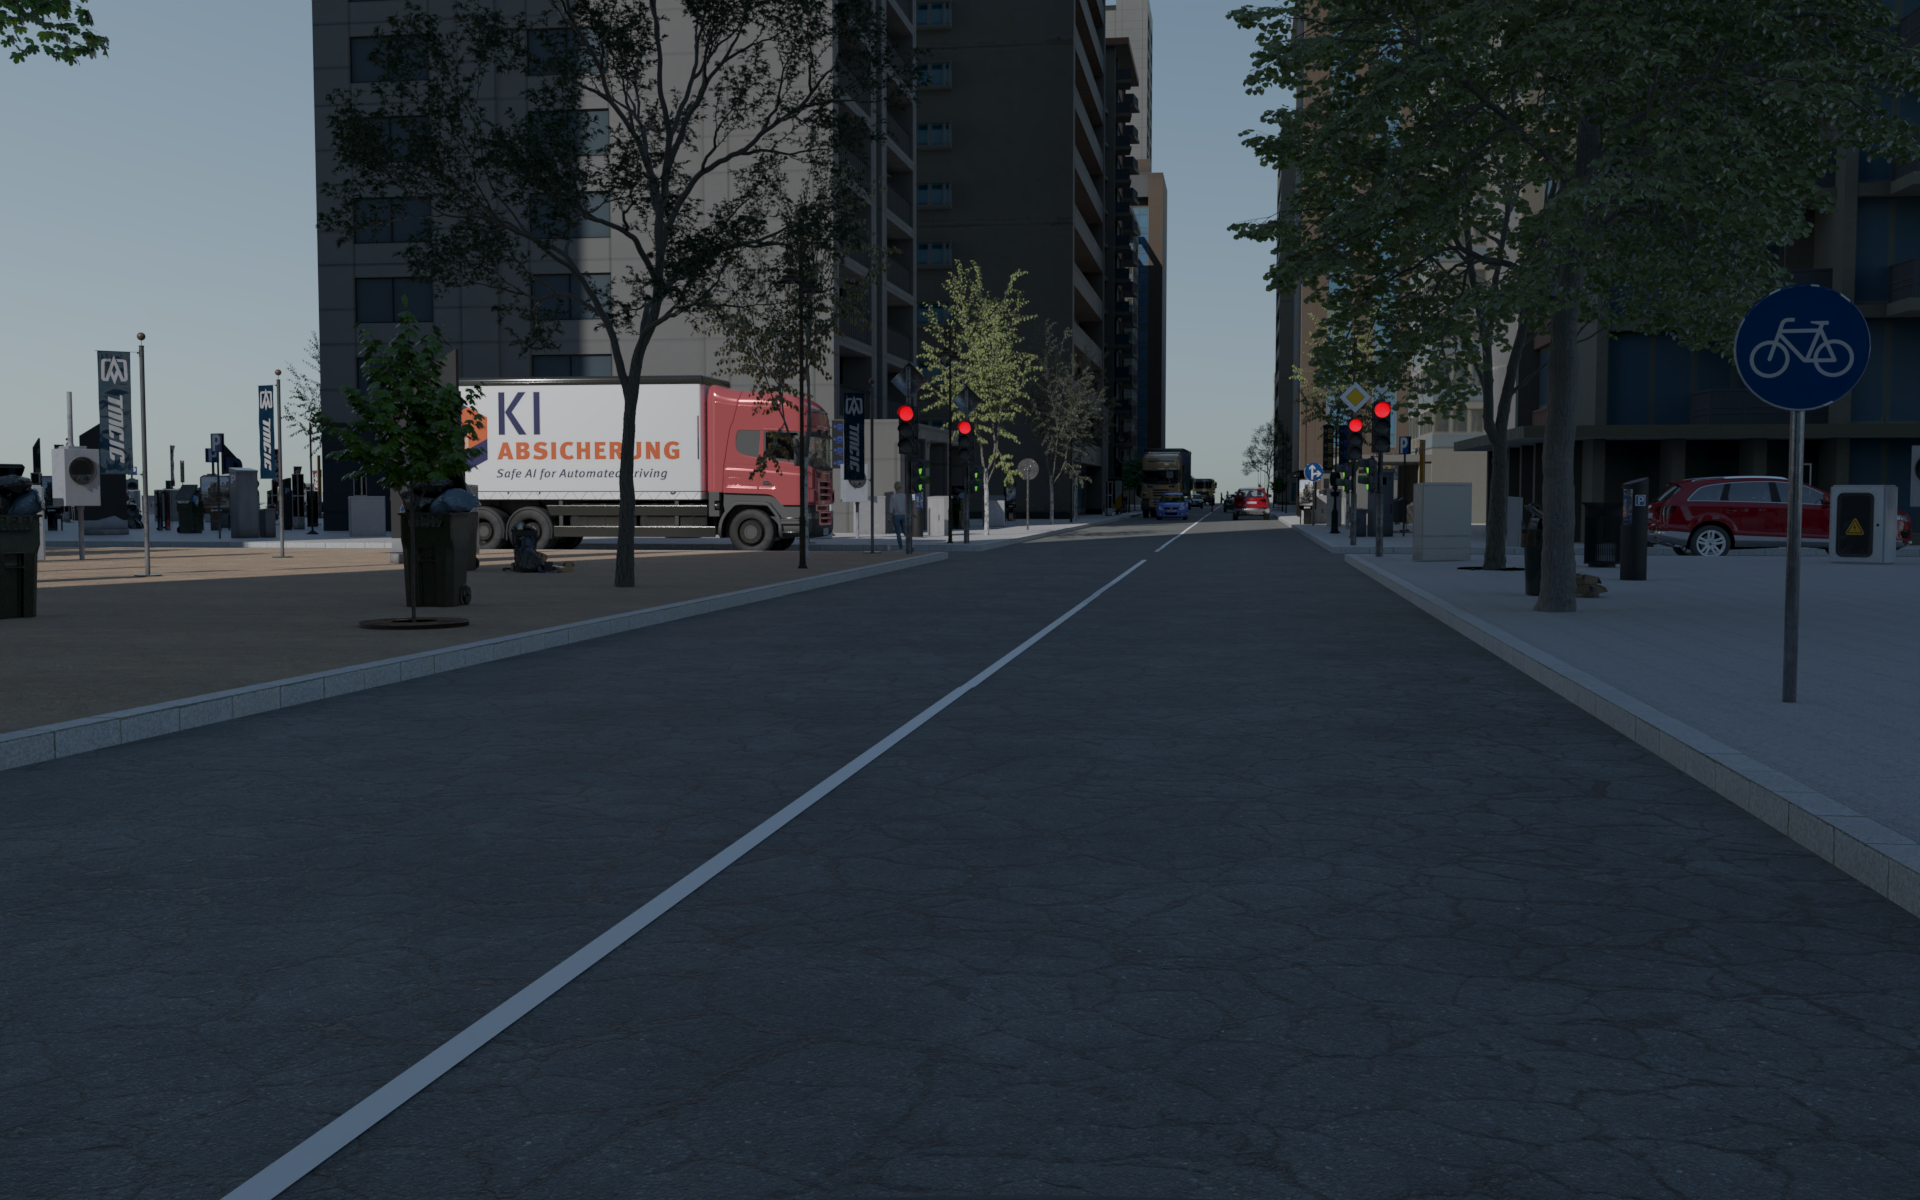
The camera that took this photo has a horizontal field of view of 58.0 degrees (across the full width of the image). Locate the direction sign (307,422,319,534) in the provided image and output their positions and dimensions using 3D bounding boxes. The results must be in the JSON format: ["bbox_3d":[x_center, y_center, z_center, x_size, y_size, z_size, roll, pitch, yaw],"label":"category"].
[{"bbox_3d":[-20.607,-3.855,55.023,0.379,3.537,0.876,-1,4,-18],"label":"direction sign"}]

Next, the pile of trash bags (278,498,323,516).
[{"bbox_3d":[-44.575,-6.524,116.419,1.912,1.369,3.447,1,4,21],"label":"pile of trash bags"}]

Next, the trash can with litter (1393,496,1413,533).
[{"bbox_3d":[14.868,-2.816,57.094,2.233,1.210,1.678,1,4,10],"label":"trash can with litter"}]

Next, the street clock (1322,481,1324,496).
[{"bbox_3d":[16.870,-4.601,79.801,0.358,2.002,0.471,0,4,7],"label":"street clock"}]

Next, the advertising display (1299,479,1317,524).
[{"bbox_3d":[14.749,-4.175,73.476,0.123,1.923,0.974,-2,4,-32],"label":"advertising display"}]

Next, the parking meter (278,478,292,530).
[{"bbox_3d":[-24.028,-3.423,61.674,0.255,1.863,0.399,3,4,38],"label":"parking meter"}]

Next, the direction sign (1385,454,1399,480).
[{"bbox_3d":[24.274,-6.433,97.169,0.876,3.537,0.379,2,4,34],"label":"direction sign"}]

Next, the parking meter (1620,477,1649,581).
[{"bbox_3d":[10.034,-1.062,25.774,0.372,1.533,0.369,0,3,0],"label":"parking meter"}]

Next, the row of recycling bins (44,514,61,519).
[{"bbox_3d":[-46.338,-5.051,89.701,1.069,1.692,3.534,3,5,41],"label":"row of recycling bins"}]

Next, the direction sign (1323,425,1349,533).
[{"bbox_3d":[12.328,-3.965,56.821,0.876,3.537,0.379,0,4,-5],"label":"direction sign"}]

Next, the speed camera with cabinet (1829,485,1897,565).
[{"bbox_3d":[16.949,-2.266,31.388,0.660,3.252,2.038,-3,5,-42],"label":"speed camera with cabinet"}]

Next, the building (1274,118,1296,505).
[{"bbox_3d":[49.732,-35.987,212.091,21.300,48.544,21.600,1,4,9],"label":"building"}]

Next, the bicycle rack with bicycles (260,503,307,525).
[{"bbox_3d":[-28.784,-3.610,72.402,2.852,0.926,2.925,1,4,19],"label":"bicycle rack with bicycles"}]

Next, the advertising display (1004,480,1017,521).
[{"bbox_3d":[2.363,-4.679,81.715,0.123,1.923,0.974,2,4,33],"label":"advertising display"}]

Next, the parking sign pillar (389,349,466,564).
[{"bbox_3d":[-9.967,-2.689,32.431,1.447,3.967,1.447,0,4,4],"label":"parking sign pillar"}]

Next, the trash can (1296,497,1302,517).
[{"bbox_3d":[19.275,-5.269,97.803,0.748,1.137,0.748,0,3,0],"label":"trash can"}]

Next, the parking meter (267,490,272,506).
[{"bbox_3d":[-39.910,-5.615,100.214,0.372,1.533,0.369,0,3,0],"label":"parking meter"}]

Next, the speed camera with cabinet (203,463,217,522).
[{"bbox_3d":[-34.167,-5.172,78.893,0.660,3.252,2.038,-1,4,-22],"label":"speed camera with cabinet"}]

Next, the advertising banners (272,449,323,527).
[{"bbox_3d":[-25.880,-4.353,67.359,0.090,3.025,2.074,3,5,41],"label":"advertising banners"}]

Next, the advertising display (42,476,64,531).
[{"bbox_3d":[-31.779,-3.388,60.612,0.974,1.923,0.123,1,4,21],"label":"advertising display"}]

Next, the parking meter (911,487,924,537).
[{"bbox_3d":[-1.278,-2.642,51.603,0.372,1.533,0.369,0,3,0],"label":"parking meter"}]

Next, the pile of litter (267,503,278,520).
[{"bbox_3d":[-33.863,-4.318,84.572,1.176,0.858,1.719,0,4,-5],"label":"pile of litter"}]

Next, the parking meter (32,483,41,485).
[{"bbox_3d":[-20.732,-1.853,38.701,0.372,1.533,0.369,0,3,0],"label":"parking meter"}]

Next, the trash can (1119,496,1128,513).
[{"bbox_3d":[10.993,-6.439,116.930,0.748,1.137,0.748,0,3,0],"label":"trash can"}]

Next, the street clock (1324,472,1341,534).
[{"bbox_3d":[12.153,-3.154,56.144,0.358,2.002,0.471,2,4,31],"label":"street clock"}]

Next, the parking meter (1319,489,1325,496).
[{"bbox_3d":[17.489,-4.598,83.588,0.372,1.533,0.369,0,3,0],"label":"parking meter"}]

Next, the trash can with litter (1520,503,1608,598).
[{"bbox_3d":[7.603,-0.635,21.776,1.055,1.170,0.624,3,5,39],"label":"trash can with litter"}]

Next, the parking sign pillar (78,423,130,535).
[{"bbox_3d":[-26.929,-4.031,54.378,1.447,3.967,1.447,-3,4,-37],"label":"parking sign pillar"}]

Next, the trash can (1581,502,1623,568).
[{"bbox_3d":[11.262,-1.144,30.354,0.748,1.137,0.748,0,3,0],"label":"trash can"}]

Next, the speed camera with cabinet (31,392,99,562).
[{"bbox_3d":[-17.467,-2.356,32.856,0.660,3.252,2.038,3,4,38],"label":"speed camera with cabinet"}]

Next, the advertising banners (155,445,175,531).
[{"bbox_3d":[-28.045,-3.976,61.198,0.090,3.025,2.074,0,4,-6],"label":"advertising banners"}]

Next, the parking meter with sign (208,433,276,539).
[{"bbox_3d":[-20.789,-3.307,50.335,0.543,3.016,1.738,2,4,34],"label":"parking meter with sign"}]

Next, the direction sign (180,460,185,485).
[{"bbox_3d":[-52.344,-7.623,116.633,0.379,3.537,0.876,-1,4,-9],"label":"direction sign"}]

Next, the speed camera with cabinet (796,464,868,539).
[{"bbox_3d":[-3.696,-3.388,49.730,2.038,3.252,0.660,-1,4,-20],"label":"speed camera with cabinet"}]

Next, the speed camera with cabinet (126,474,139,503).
[{"bbox_3d":[-49.046,-6.525,101.017,2.038,3.252,0.660,-2,4,-28],"label":"speed camera with cabinet"}]

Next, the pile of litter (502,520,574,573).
[{"bbox_3d":[-7.007,-0.907,28.797,1.176,0.858,1.719,-1,4,-16],"label":"pile of litter"}]

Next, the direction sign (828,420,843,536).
[{"bbox_3d":[-4.012,-3.737,53.098,0.876,3.537,0.379,0,4,-4],"label":"direction sign"}]

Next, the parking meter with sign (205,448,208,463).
[{"bbox_3d":[-27.682,-4.228,65.391,1.738,3.016,0.543,2,4,31],"label":"parking meter with sign"}]

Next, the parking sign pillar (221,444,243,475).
[{"bbox_3d":[-38.436,-6.305,91.564,1.447,3.967,1.447,1,4,13],"label":"parking sign pillar"}]

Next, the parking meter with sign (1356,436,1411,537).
[{"bbox_3d":[12.623,-3.412,52.043,1.738,3.016,0.543,-1,4,-17],"label":"parking meter with sign"}]

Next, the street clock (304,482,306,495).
[{"bbox_3d":[-39.522,-6.084,104.050,0.358,2.002,0.471,1,4,18],"label":"street clock"}]

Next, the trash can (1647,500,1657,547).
[{"bbox_3d":[16.596,-1.856,41.997,0.748,1.137,0.748,0,3,0],"label":"trash can"}]

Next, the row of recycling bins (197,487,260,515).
[{"bbox_3d":[-41.512,-5.569,98.169,3.534,1.692,1.069,-3,5,-42],"label":"row of recycling bins"}]

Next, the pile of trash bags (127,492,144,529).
[{"bbox_3d":[-31.409,-3.358,64.660,1.912,1.369,3.447,-1,4,-19],"label":"pile of trash bags"}]

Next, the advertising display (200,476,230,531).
[{"bbox_3d":[-26.173,-3.405,60.882,0.974,1.923,0.123,-2,4,-28],"label":"advertising display"}]

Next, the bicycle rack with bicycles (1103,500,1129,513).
[{"bbox_3d":[10.097,-6.182,114.455,2.852,0.926,2.925,0,4,7],"label":"bicycle rack with bicycles"}]

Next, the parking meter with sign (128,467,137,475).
[{"bbox_3d":[-52.688,-6.968,110.192,0.543,3.016,1.738,-2,4,-29],"label":"parking meter with sign"}]

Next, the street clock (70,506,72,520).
[{"bbox_3d":[-44.753,-5.056,87.238,0.471,2.002,0.358,-2,4,-35],"label":"street clock"}]

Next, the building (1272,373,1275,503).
[{"bbox_3d":[57.293,-24.014,237.668,27.650,21.520,28.899,1,4,9],"label":"building"}]

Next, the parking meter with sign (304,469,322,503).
[{"bbox_3d":[-46.003,-7.713,122.363,1.738,3.016,0.543,-1,4,-23],"label":"parking meter with sign"}]
